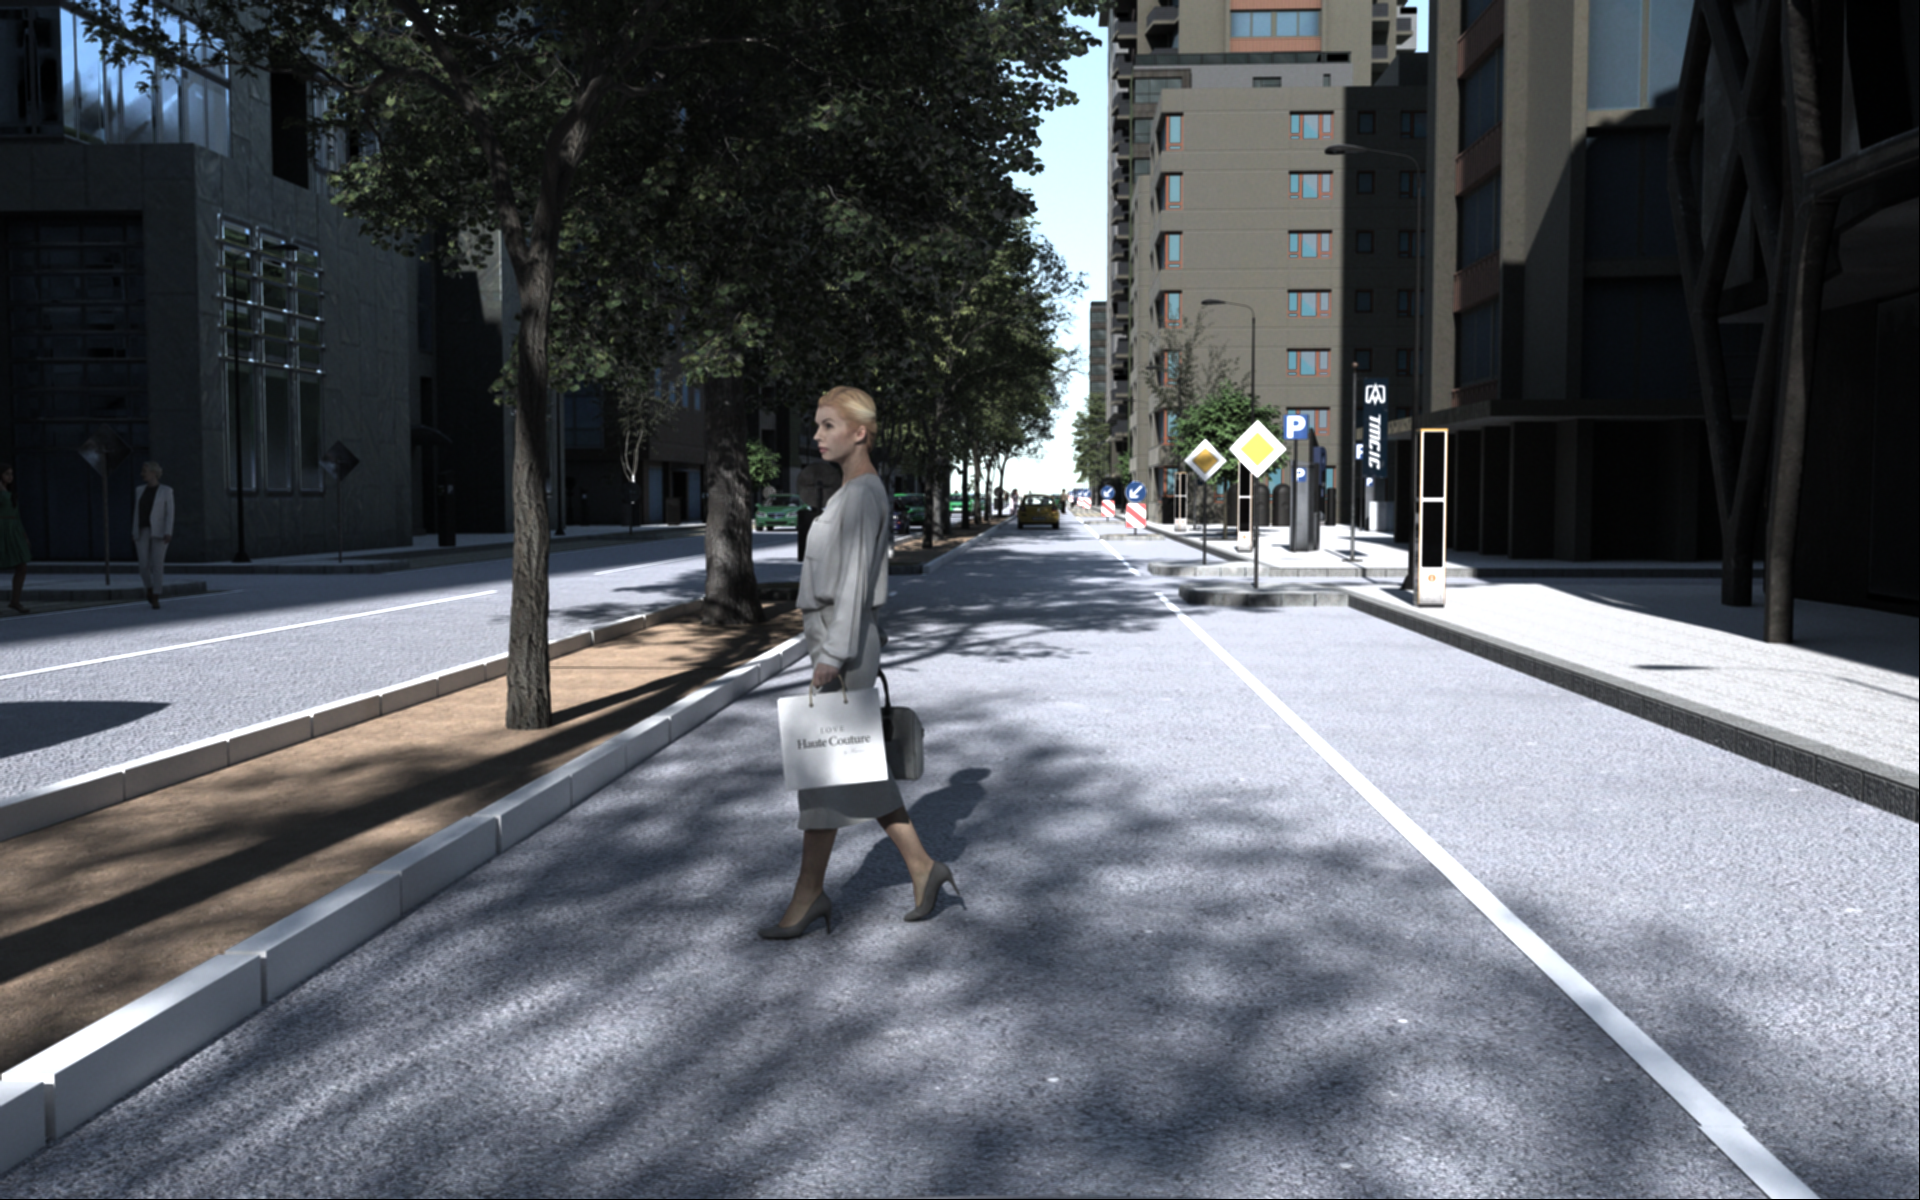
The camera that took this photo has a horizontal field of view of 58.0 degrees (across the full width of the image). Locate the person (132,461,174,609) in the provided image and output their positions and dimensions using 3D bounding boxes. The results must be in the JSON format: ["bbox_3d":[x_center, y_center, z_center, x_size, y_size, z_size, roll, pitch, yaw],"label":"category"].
[{"bbox_3d":[-10.181,-0.825,21.867,0.514,1.842,0.818,-1,4,-19],"label":"person"}]

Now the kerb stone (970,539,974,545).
[{"bbox_3d":[0.231,-1.506,46.816,0.120,0.150,1.000,0,4,3],"label":"kerb stone"}]

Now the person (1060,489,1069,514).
[{"bbox_3d":[7.594,-7.196,126.165,0.705,1.823,1.348,-1,4,-22],"label":"person"}]

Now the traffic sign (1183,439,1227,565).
[{"bbox_3d":[4.443,-1.700,31.438,0.795,2.450,0.064,0,4,3],"label":"traffic sign"}]

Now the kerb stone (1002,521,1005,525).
[{"bbox_3d":[1.763,-3.260,75.503,0.120,0.150,1.000,0,4,3],"label":"kerb stone"}]

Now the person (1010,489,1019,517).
[{"bbox_3d":[3.413,-6.117,109.185,0.621,1.740,0.551,3,4,37],"label":"person"}]

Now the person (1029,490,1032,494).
[{"bbox_3d":[6.702,-9.626,165.964,0.705,1.814,1.350,-3,5,-44],"label":"person"}]

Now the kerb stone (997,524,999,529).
[{"bbox_3d":[1.381,-2.822,68.331,0.120,0.150,1.000,0,4,3],"label":"kerb stone"}]

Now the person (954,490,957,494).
[{"bbox_3d":[-0.332,-9.278,160.328,0.705,1.807,1.348,3,5,42],"label":"person"}]

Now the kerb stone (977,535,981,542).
[{"bbox_3d":[0.450,-1.758,50.931,0.120,0.150,1.000,0,4,3],"label":"kerb stone"}]

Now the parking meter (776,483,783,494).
[{"bbox_3d":[-9.807,-5.408,94.138,0.255,1.863,0.399,1,4,21],"label":"parking meter"}]

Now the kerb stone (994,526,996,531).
[{"bbox_3d":[1.156,-2.571,64.237,0.120,0.150,1.000,0,4,3],"label":"kerb stone"}]

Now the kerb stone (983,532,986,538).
[{"bbox_3d":[0.673,-2.008,55.023,0.120,0.150,1.000,0,4,3],"label":"kerb stone"}]

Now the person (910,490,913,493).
[{"bbox_3d":[-3.764,-7.890,138.291,0.721,1.735,1.217,-3,4,-37],"label":"person"}]

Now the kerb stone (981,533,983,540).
[{"bbox_3d":[0.561,-1.877,52.977,0.120,0.150,1.000,0,4,3],"label":"kerb stone"}]

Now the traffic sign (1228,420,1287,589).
[{"bbox_3d":[4.018,-1.212,23.464,0.795,2.450,0.064,0,4,3],"label":"traffic sign"}]

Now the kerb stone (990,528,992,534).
[{"bbox_3d":[0.948,-2.317,60.150,0.120,0.150,1.000,0,4,3],"label":"kerb stone"}]

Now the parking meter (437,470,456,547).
[{"bbox_3d":[-12.551,-2.238,42.308,0.255,1.863,0.399,2,4,25],"label":"parking meter"}]

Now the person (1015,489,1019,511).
[{"bbox_3d":[4.051,-7.234,126.715,0.705,1.831,1.348,-1,4,-20],"label":"person"}]

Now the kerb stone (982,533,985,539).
[{"bbox_3d":[0.617,-1.945,53.997,0.120,0.150,1.000,0,4,3],"label":"kerb stone"}]

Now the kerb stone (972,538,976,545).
[{"bbox_3d":[0.295,-1.569,47.848,0.120,0.150,1.000,0,4,3],"label":"kerb stone"}]

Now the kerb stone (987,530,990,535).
[{"bbox_3d":[0.836,-2.195,58.089,0.120,0.150,1.000,0,4,3],"label":"kerb stone"}]

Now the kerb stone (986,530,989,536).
[{"bbox_3d":[0.784,-2.125,57.064,0.120,0.150,1.000,0,4,3],"label":"kerb stone"}]

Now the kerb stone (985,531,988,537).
[{"bbox_3d":[0.730,-2.069,56.043,0.120,0.150,1.000,0,4,3],"label":"kerb stone"}]

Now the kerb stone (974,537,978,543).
[{"bbox_3d":[0.341,-1.632,48.878,0.120,0.150,1.000,0,4,3],"label":"kerb stone"}]

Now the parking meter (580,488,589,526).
[{"bbox_3d":[-15.174,-3.766,69.978,0.372,1.533,0.369,0,3,0],"label":"parking meter"}]

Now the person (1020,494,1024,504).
[{"bbox_3d":[8.801,-14.272,245.029,0.628,1.438,0.799,3,5,39],"label":"person"}]

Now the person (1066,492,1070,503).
[{"bbox_3d":[15.297,-14.355,243.735,0.617,1.759,0.750,3,5,39],"label":"person"}]

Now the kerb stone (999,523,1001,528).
[{"bbox_3d":[1.491,-2.946,70.376,0.120,0.150,1.000,0,4,3],"label":"kerb stone"}]

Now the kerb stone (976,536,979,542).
[{"bbox_3d":[0.399,-1.695,49.910,0.120,0.150,1.000,0,4,3],"label":"kerb stone"}]

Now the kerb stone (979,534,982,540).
[{"bbox_3d":[0.510,-1.820,51.951,0.120,0.150,1.000,0,4,3],"label":"kerb stone"}]

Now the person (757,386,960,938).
[{"bbox_3d":[-0.326,0.197,5.633,0.624,1.780,0.694,0,4,7],"label":"person"}]

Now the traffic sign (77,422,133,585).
[{"bbox_3d":[-12.003,-1.266,24.336,0.795,2.450,0.064,0,4,3],"label":"traffic sign"}]

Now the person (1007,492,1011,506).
[{"bbox_3d":[5.659,-12.112,207.360,0.721,1.723,1.217,3,5,42],"label":"person"}]

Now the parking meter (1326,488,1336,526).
[{"bbox_3d":[14.995,-3.766,69.977,0.372,1.533,0.369,0,3,0],"label":"parking meter"}]

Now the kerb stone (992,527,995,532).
[{"bbox_3d":[1.105,-2.507,63.213,0.120,0.150,1.000,0,4,3],"label":"kerb stone"}]

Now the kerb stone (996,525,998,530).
[{"bbox_3d":[1.269,-2.696,66.281,0.120,0.150,1.000,0,4,3],"label":"kerb stone"}]

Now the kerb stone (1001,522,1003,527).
[{"bbox_3d":[1.646,-3.134,73.452,0.120,0.150,1.000,0,4,3],"label":"kerb stone"}]

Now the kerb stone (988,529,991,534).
[{"bbox_3d":[0.898,-2.257,59.116,0.120,0.150,1.000,0,4,3],"label":"kerb stone"}]

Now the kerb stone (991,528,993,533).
[{"bbox_3d":[0.996,-2.382,61.170,0.120,0.150,1.000,0,4,3],"label":"kerb stone"}]

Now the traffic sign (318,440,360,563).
[{"bbox_3d":[-11.577,-1.753,32.310,0.795,2.450,0.064,0,4,3],"label":"traffic sign"}]

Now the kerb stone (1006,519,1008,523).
[{"bbox_3d":[2.027,-3.574,80.626,0.120,0.150,1.000,0,4,3],"label":"kerb stone"}]

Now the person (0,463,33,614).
[{"bbox_3d":[-11.365,-0.724,20.588,0.529,1.795,0.600,0,4,2],"label":"person"}]

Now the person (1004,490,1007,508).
[{"bbox_3d":[4.528,-10.140,174.309,0.705,1.822,1.348,0,4,-2],"label":"person"}]

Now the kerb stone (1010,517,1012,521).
[{"bbox_3d":[2.415,-4.011,87.781,0.120,0.150,1.000,0,4,3],"label":"kerb stone"}]
